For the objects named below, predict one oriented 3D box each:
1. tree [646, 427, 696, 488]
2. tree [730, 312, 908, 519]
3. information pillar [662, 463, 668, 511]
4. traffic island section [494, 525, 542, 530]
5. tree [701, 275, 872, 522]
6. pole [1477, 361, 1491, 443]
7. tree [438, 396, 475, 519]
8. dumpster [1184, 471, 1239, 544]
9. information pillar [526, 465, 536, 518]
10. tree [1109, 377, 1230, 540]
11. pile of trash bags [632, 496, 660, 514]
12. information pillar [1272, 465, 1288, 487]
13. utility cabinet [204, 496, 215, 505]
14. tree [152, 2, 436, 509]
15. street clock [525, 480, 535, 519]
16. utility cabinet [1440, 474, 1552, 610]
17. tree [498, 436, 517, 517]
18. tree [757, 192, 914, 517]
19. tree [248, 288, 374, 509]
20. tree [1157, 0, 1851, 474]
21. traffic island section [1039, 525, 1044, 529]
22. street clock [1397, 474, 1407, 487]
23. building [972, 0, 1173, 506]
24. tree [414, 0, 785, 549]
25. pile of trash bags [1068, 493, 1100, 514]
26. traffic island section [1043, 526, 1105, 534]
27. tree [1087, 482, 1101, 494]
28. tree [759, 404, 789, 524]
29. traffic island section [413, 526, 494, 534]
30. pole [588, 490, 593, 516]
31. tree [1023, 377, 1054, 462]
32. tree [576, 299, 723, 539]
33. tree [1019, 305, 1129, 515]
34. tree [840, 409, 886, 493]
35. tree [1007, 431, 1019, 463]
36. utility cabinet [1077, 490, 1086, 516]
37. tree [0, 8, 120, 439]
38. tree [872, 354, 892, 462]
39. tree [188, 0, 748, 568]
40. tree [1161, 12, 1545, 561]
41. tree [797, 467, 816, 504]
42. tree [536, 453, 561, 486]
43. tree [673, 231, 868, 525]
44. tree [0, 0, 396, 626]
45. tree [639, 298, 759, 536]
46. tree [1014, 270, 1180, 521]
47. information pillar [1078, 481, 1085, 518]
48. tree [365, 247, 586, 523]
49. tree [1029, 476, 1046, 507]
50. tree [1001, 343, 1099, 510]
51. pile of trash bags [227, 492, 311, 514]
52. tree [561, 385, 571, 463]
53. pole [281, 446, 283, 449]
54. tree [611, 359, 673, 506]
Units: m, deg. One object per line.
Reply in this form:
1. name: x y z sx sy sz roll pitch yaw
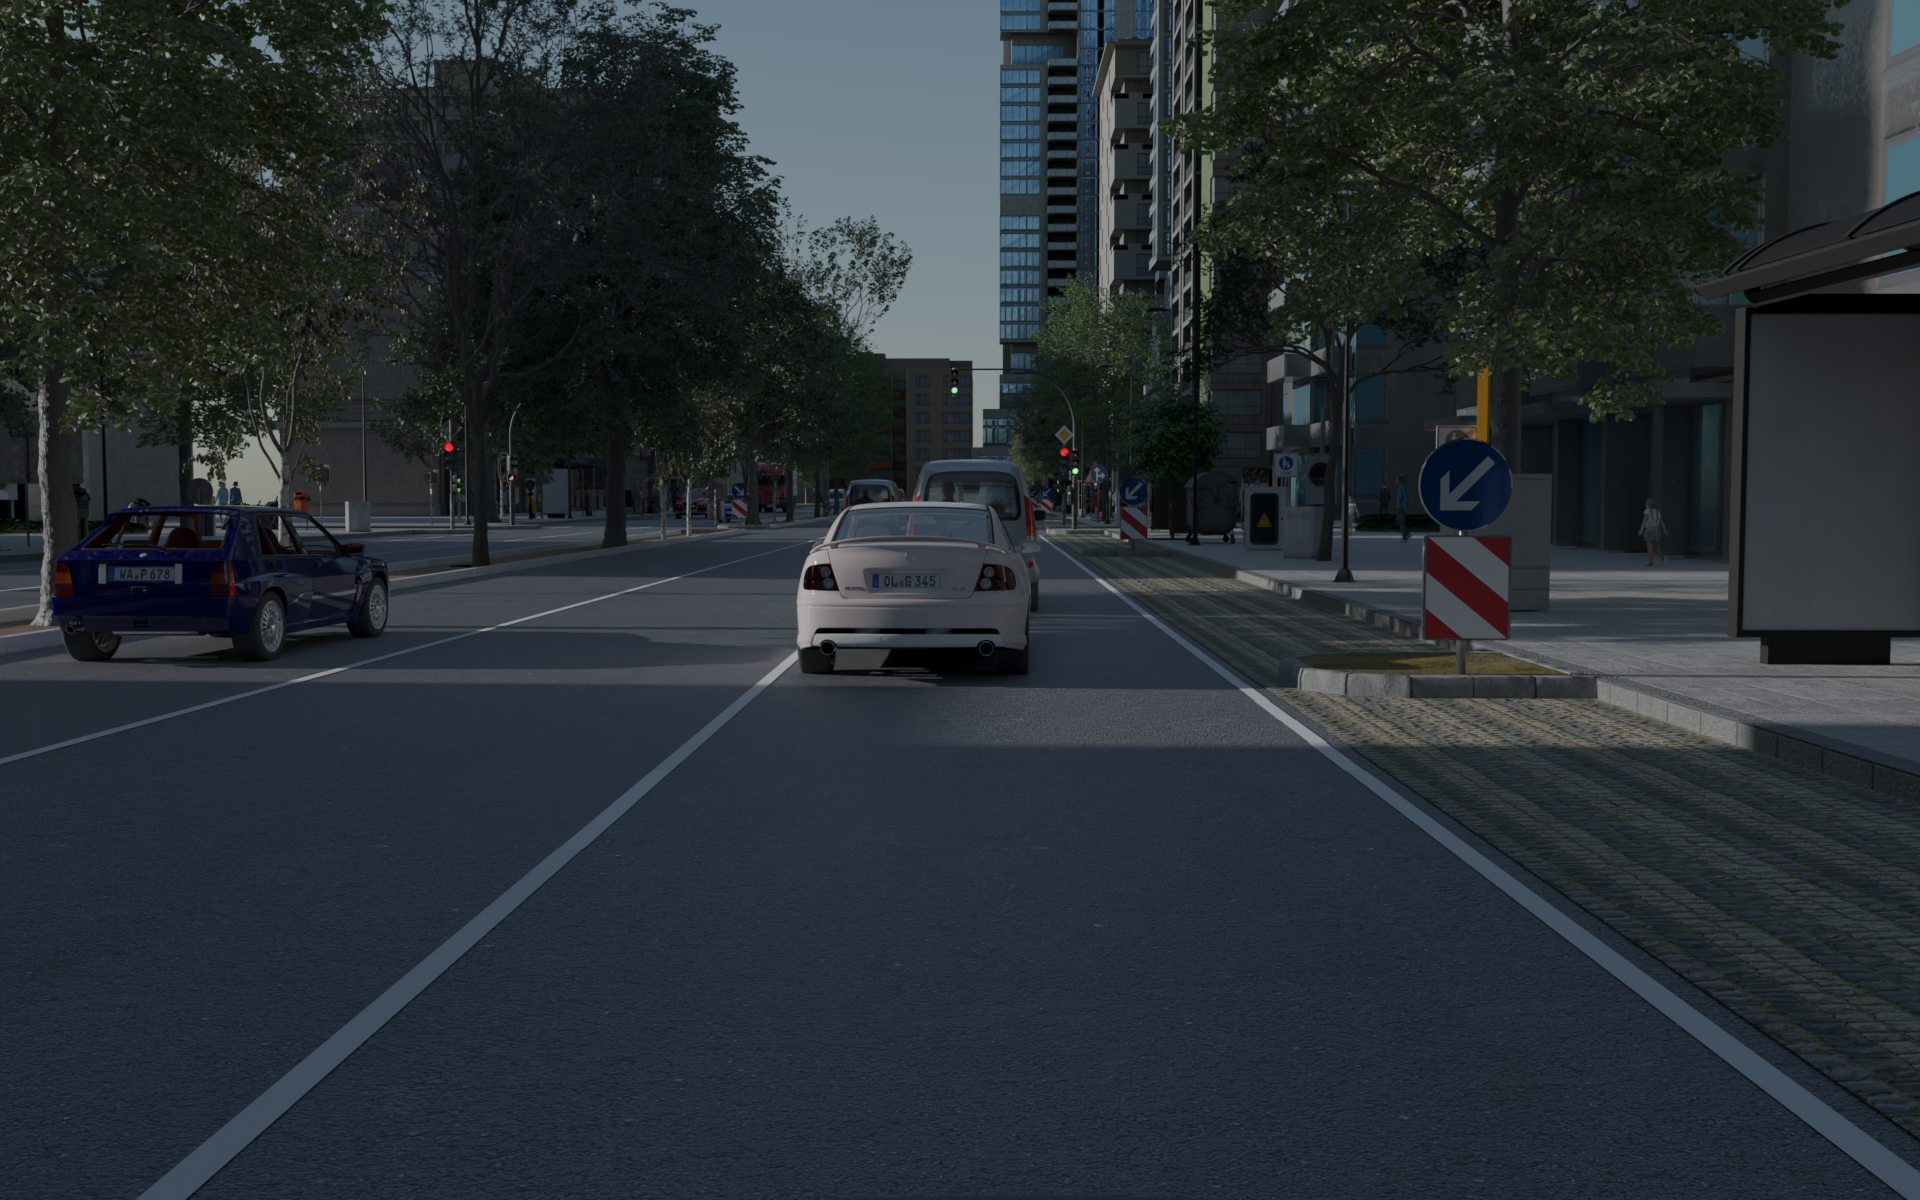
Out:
1. tree: -21.051 -13.184 133.689 7.486 12.596 7.792 0 3 0
2. tree: -7.978 -10.359 97.586 9.928 11.665 9.643 0 3 0
3. information pillar: -21.944 -8.403 128.741 0.504 3.616 0.183 3 4 39
4. traffic island section: -18.370 -2.981 71.026 2.009 0.180 2.903 0 4 1
5. tree: -8.747 -10.245 88.093 7.486 12.596 7.792 0 3 0
6. pole: 7.730 -1.943 25.617 0.158 3.312 0.155 0 3 0
7. tree: -26.057 -8.528 89.803 4.737 8.622 4.395 0 3 0
8. dumpster: 6.557 -2.410 45.156 1.264 1.857 1.865 0 4 1
9. information pillar: -22.592 -6.109 91.239 0.504 3.616 0.183 0 4 -3
10. tree: 5.898 -3.971 48.638 4.285 4.588 4.351 0 3 0
11. pile of trash bags: -20.574 -6.305 112.843 1.912 1.369 3.447 -1 4 -13
12. information pillar: 8.157 -2.426 44.161 0.304 2.012 0.304 3 5 40
13. utility cabinet: -23.102 -2.573 53.223 0.306 1.237 1.020 -1 4 -16
14. tree: -9.791 -4.419 25.074 4.360 8.622 3.978 0 3 0
15. street clock: -21.754 -5.084 87.701 0.471 2.002 0.358 -1 4 -17
16. utility cabinet: 5.827 -0.624 18.880 1.173 1.500 0.318 -1 4 -14
17. tree: -25.042 -8.872 95.422 4.360 8.622 3.978 0 3 0
18. tree: -9.584 -15.312 108.697 12.611 20.169 13.585 0 3 0
19. tree: -21.175 -6.410 55.168 4.737 8.622 4.395 0 3 0
20. tree: 6.166 -6.221 19.842 7.486 12.596 7.792 0 3 0
21. traffic island section: 4.269 -2.962 70.708 2.009 0.180 2.903 0 4 1
22. street clock: 16.169 -3.596 63.368 0.358 2.002 0.471 2 4 35
23. building: 17.274 -57.104 246.325 31.000 86.520 22.319 0 4 1
24. tree: -8.897 -8.267 44.276 9.857 13.997 8.962 0 3 0
25. pile of trash bags: 8.144 -6.334 113.305 1.912 1.369 3.447 -2 4 -27
26. traffic island section: 4.158 -2.474 62.723 2.009 0.180 2.903 0 4 1
27. tree: 10.387 -8.238 129.287 1.663 3.219 1.824 0 3 0
28. tree: -8.710 -7.852 81.203 4.360 8.622 3.978 0 3 0
29. traffic island section: -18.481 -2.493 63.042 2.009 0.180 2.903 0 4 1
30. pole: -21.207 -6.452 99.332 0.158 3.312 0.155 0 3 0
31. tree: 7.758 -11.063 115.291 7.601 10.594 8.767 0 4 -4
32. tree: -9.329 -6.206 54.290 4.737 8.622 4.395 0 3 0
33. tree: 7.848 -11.351 103.712 7.486 12.596 7.792 0 3 0
34. tree: -7.824 -11.153 135.177 4.360 8.622 3.978 0 3 0
35. tree: 9.477 -18.233 216.238 7.486 12.596 7.792 0 3 0
36. utility cabinet: 6.958 -5.627 100.686 0.318 1.500 1.173 1 4 23
37. tree: -21.742 -7.793 34.066 9.857 13.997 8.962 0 3 0
38. tree: -8.598 -12.138 119.045 7.486 12.596 7.792 0 3 0
39. tree: -9.325 -7.367 33.282 12.009 13.543 11.850 0 3 0
40. tree: 7.263 -6.012 32.705 7.601 10.594 8.767 2 4 31
41. tree: -19.399 -16.340 217.514 4.737 8.622 4.395 0 3 0
42. tree: -25.415 -9.709 109.112 4.737 8.622 4.395 0 3 0
43. tree: -8.873 -9.452 74.008 9.611 12.733 9.660 0 3 0
44. tree: -9.921 -6.016 18.944 7.486 12.596 7.792 0 3 0
45. tree: -9.230 -6.490 58.929 4.360 8.622 3.978 0 3 0
46. tree: 6.707 -9.527 81.515 9.928 11.665 9.643 0 3 0
47. information pillar: 6.597 -5.463 93.809 0.304 2.012 0.304 1 4 20
48. tree: -21.224 -9.835 77.810 9.611 12.733 9.660 0 3 0
49. tree: 8.870 -12.612 200.810 1.663 3.219 1.824 0 3 0
50. tree: 7.677 -13.905 137.714 12.009 13.543 11.850 0 3 0
51. pile of trash bags: -24.913 -3.226 62.497 3.447 1.369 1.912 1 4 17
52. tree: -20.334 -9.321 102.763 4.737 8.622 4.395 0 3 0
53. pole: -28.427 -4.832 72.839 0.158 3.312 0.155 0 3 0
54. tree: -20.743 -11.656 116.336 9.928 11.665 9.643 0 3 0
